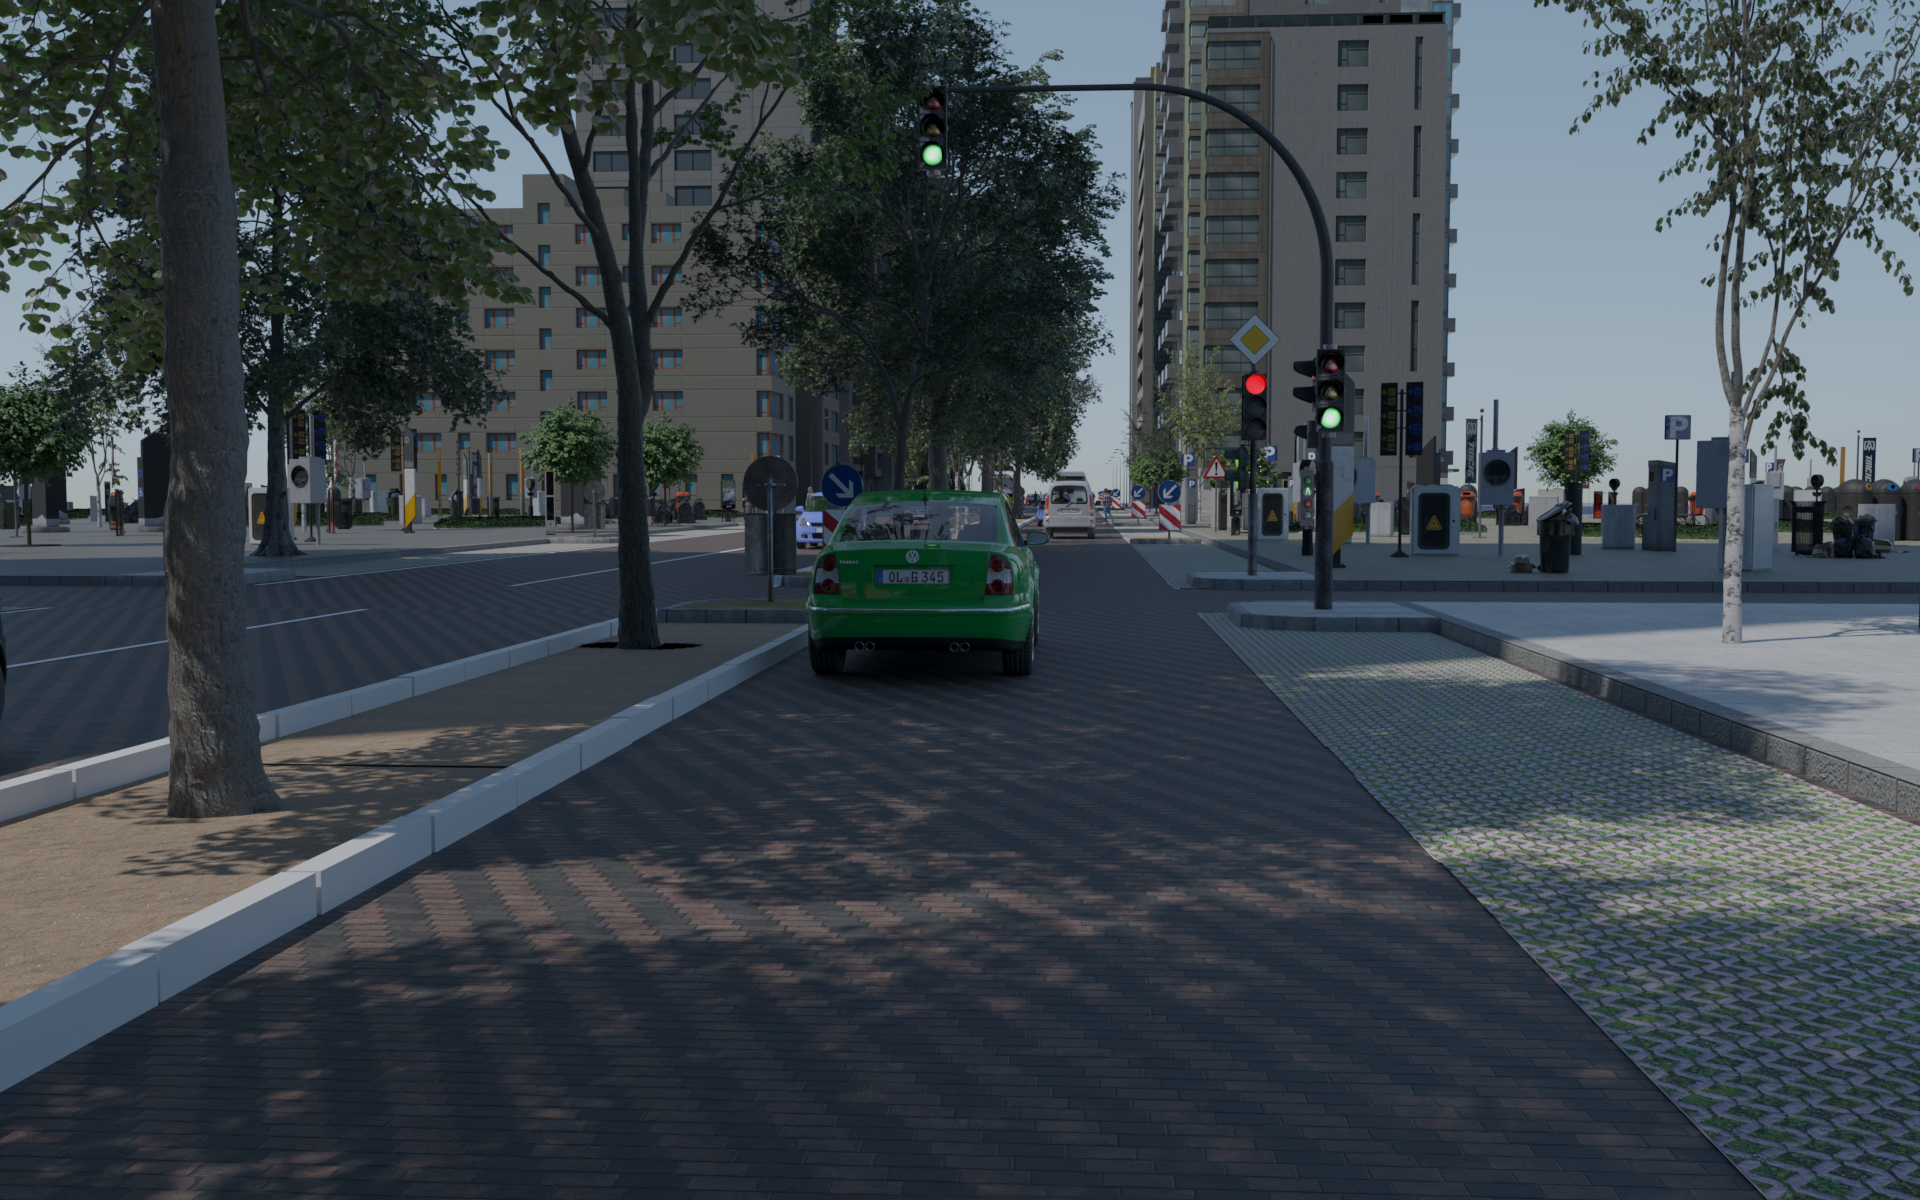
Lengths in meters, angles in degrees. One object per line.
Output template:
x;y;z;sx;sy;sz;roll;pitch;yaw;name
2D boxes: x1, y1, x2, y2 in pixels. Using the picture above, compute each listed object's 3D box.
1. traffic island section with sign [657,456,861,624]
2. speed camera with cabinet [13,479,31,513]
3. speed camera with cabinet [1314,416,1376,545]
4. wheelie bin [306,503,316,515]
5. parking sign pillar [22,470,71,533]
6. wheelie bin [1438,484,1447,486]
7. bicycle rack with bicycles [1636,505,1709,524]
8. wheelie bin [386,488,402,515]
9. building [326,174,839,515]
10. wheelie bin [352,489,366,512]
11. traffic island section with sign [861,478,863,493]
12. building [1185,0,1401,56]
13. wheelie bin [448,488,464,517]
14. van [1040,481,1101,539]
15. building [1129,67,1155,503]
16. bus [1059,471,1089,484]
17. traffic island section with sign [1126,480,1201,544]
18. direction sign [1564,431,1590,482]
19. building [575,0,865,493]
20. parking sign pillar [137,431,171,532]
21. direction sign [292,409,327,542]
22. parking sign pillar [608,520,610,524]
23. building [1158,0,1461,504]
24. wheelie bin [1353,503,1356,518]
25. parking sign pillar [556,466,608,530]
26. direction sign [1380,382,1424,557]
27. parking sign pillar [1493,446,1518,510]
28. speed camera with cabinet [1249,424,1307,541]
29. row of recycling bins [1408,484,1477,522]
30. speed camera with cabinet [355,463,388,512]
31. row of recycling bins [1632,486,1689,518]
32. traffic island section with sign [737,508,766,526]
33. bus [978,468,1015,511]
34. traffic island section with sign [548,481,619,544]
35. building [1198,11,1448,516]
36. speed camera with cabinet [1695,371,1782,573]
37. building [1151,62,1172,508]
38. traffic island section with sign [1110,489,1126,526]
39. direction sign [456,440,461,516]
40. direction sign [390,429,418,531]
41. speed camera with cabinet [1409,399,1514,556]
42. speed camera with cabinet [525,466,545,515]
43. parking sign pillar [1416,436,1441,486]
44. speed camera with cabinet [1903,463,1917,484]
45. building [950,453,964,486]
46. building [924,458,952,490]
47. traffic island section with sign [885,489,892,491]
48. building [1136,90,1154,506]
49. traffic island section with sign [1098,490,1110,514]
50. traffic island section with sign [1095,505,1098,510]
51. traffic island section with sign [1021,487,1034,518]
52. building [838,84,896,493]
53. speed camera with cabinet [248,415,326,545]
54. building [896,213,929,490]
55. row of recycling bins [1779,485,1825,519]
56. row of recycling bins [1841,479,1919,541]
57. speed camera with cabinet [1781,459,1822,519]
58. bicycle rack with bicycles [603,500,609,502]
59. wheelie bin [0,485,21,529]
-2.305;-0.727;20.030;2.006;1.907;1.989;0;4;4;traffic island section with sign
-44.846;-5.378;82.271;2.038;3.252;0.660;3;5;41;speed camera with cabinet
9.875;-3.066;44.467;0.660;3.252;2.038;-1;4;-19;speed camera with cabinet
-29.045;-4.251;77.414;0.980;1.594;0.693;-1;4;-22;wheelie bin
-30.658;-4.252;57.993;1.447;3.967;1.447;3;5;44;parking sign pillar
15.334;-2.882;55.025;0.693;1.594;0.980;3;4;38;wheelie bin
23.418;-2.722;57.880;2.925;0.926;2.852;2;4;25;bicycle rack with bicycles
-29.623;-5.067;90.746;0.980;1.594;0.693;2;4;31;wheelie bin
-24.075;-16.766;119.167;27.650;21.520;28.899;0;4;4;building
-34.923;-5.651;100.298;0.693;1.594;0.980;3;4;39;wheelie bin
-1.776;-1.179;27.419;2.006;1.907;1.989;0;4;4;traffic island section with sign
22.795;-26.839;122.406;14.154;41.232;14.086;0;4;4;building
-25.683;-4.920;88.350;0.693;1.594;0.980;-2;4;-30;wheelie bin
3.602;-3.031;56.569;2.013;2.044;4.112;0;4;5;van
34.615;-43.024;245.445;21.231;58.520;28.212;0;4;4;building
9.451;-9.284;146.654;2.948;3.499;13.247;0;4;4;bus
5.906;-2.530;49.997;1.989;1.847;2.006;0;4;4;traffic island section with sign
22.012;-4.273;61.861;0.876;3.537;0.379;0;3;0;direction sign
-18.676;-43.065;142.364;20.563;71.187;20.611;0;4;4;building
-27.341;-4.320;59.106;1.447;3.967;1.447;3;4;38;parking sign pillar
-17.480;-3.338;46.579;0.876;3.537;0.379;-3;4;-36;direction sign
-15.777;-5.252;74.336;1.447;3.967;1.447;0;4;4;parking sign pillar
28.163;-32.113;144.655;23.786;49.044;30.456;0;4;4;building
18.080;-4.467;80.939;0.980;1.594;0.693;-1;4;-12;wheelie bin
-13.935;-4.550;62.871;1.447;3.967;1.447;3;4;39;parking sign pillar
8.948;-2.640;35.157;0.876;3.537;0.379;2;4;34;direction sign
30.728;-6.674;97.588;1.447;3.967;1.447;-1;4;-18;parking sign pillar
9.089;-3.298;48.260;2.038;3.252;0.660;-1;4;-18;speed camera with cabinet
20.192;-4.005;72.601;1.069;1.692;3.534;-2;4;-32;row of recycling bins
-33.536;-6.389;98.792;0.660;3.252;2.038;2;4;27;speed camera with cabinet
37.806;-5.289;93.595;1.069;1.692;3.534;-2;4;-27;row of recycling bins
-8.858;-4.229;77.780;1.989;1.847;2.006;0;4;4;traffic island section with sign
3.061;-8.839;136.059;2.896;3.916;12.252;0;4;2;bus
-10.773;-2.565;50.570;1.989;1.847;2.006;0;4;4;traffic island section with sign
21.939;-20.590;108.346;14.160;30.474;14.107;0;4;4;building
12.822;-2.098;28.633;0.660;3.252;2.038;3;5;44;speed camera with cabinet
25.591;-29.588;167.358;14.154;41.232;14.086;0;4;4;building
7.783;-4.175;76.887;1.989;1.847;2.006;0;4;4;traffic island section with sign
-21.162;-4.962;73.121;0.379;3.537;0.876;-2;4;-25;direction sign
-19.234;-4.157;59.967;0.876;3.537;0.379;-1;4;-19;direction sign
10.480;-2.560;36.185;2.038;3.252;0.660;1;4;11;speed camera with cabinet
-23.976;-6.339;97.974;0.660;3.252;2.038;1;4;15;speed camera with cabinet
21.912;-5.663;81.059;1.447;3.967;1.447;-1;4;-22;parking sign pillar
49.831;-5.918;91.101;0.660;3.252;2.038;1;4;19;speed camera with cabinet
-6.857;-29.602;255.689;14.160;30.474;14.107;0;4;4;building
-15.972;-23.817;234.448;27.650;21.520;28.899;0;4;4;building
-5.304;-7.312;128.185;1.989;1.847;2.006;0;4;4;traffic island section with sign
31.196;-35.059;196.921;21.300;48.544;21.600;0;4;4;building
11.285;-7.207;126.461;1.989;1.847;2.006;0;4;4;traffic island section with sign
13.223;-8.893;154.032;1.989;1.847;2.006;0;4;4;traffic island section with sign
3.490;-5.764;102.373;2.006;1.907;1.989;0;4;4;traffic island section with sign
-13.563;-29.214;161.244;14.154;41.232;14.086;0;4;4;building
-16.960;-3.013;43.593;2.038;3.252;0.660;1;4;23;speed camera with cabinet
-14.613;-33.603;204.039;22.147;44.769;28.867;0;4;4;building
45.390;-5.166;91.573;3.534;1.692;1.069;-1;4;-11;row of recycling bins
25.770;-2.472;47.525;3.534;1.692;1.069;0;4;-6;row of recycling bins
33.716;-4.632;70.072;2.038;3.252;0.660;1;4;23;speed camera with cabinet
-21.327;-5.250;99.211;2.852;0.926;2.925;-3;5;-40;bicycle rack with bicycles
-34.878;-3.387;63.287;0.693;1.594;0.980;2;4;26;wheelie bin
